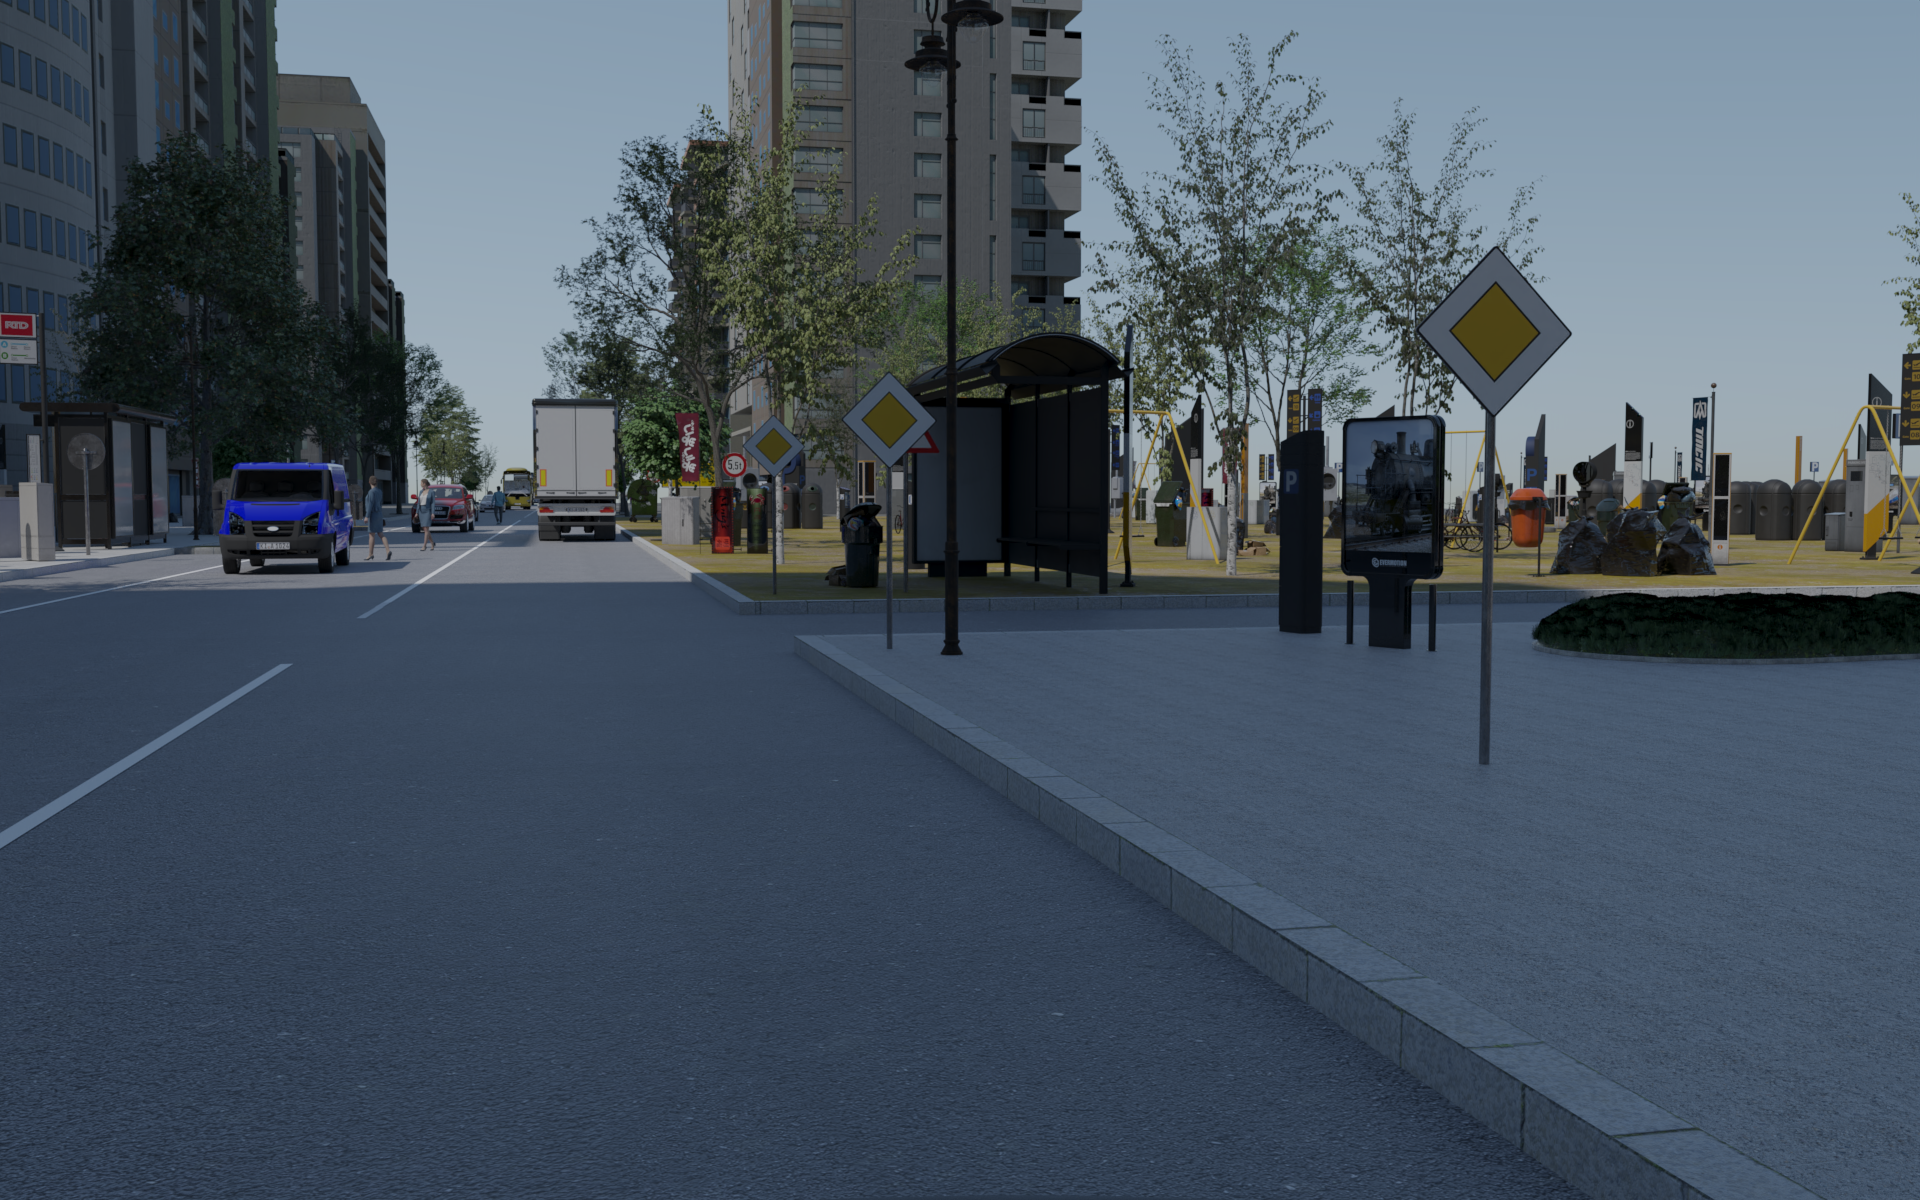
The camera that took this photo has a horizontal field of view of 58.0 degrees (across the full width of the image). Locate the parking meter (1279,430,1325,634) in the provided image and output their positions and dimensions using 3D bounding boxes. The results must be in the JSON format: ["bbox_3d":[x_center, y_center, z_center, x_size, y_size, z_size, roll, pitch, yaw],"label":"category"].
[{"bbox_3d":[3.157,-0.632,16.043,0.255,1.863,0.399,-2,4,-26],"label":"parking meter"}]

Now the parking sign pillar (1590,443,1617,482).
[{"bbox_3d":[34.083,-6.322,91.831,1.447,3.967,1.447,2,4,30],"label":"parking sign pillar"}]

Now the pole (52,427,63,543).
[{"bbox_3d":[-23.722,-3.162,45.537,0.158,3.312,0.155,0,3,0],"label":"pole"}]

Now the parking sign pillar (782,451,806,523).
[{"bbox_3d":[-7.530,-5.470,77.899,1.447,3.967,1.447,3,5,42],"label":"parking sign pillar"}]

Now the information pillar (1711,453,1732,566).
[{"bbox_3d":[13.603,-1.619,30.958,0.304,2.012,0.304,1,4,23],"label":"information pillar"}]

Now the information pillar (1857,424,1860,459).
[{"bbox_3d":[30.108,-4.070,57.896,0.504,3.616,0.183,-3,5,-40],"label":"information pillar"}]

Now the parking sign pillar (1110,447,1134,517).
[{"bbox_3d":[9.302,-6.784,99.383,1.447,3.967,1.447,0,4,3],"label":"parking sign pillar"}]

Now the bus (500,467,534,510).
[{"bbox_3d":[-41.295,-10.388,161.397,2.896,3.916,12.252,-1,4,-15],"label":"bus"}]

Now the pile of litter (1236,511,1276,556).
[{"bbox_3d":[6.049,-1.379,36.512,1.176,0.858,1.719,3,5,44],"label":"pile of litter"}]

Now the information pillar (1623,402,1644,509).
[{"bbox_3d":[17.074,-3.217,43.955,0.183,3.616,0.504,-3,4,-37],"label":"information pillar"}]

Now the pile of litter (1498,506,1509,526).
[{"bbox_3d":[22.157,-3.371,69.080,1.719,0.858,1.176,-1,4,-16],"label":"pile of litter"}]

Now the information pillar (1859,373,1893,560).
[{"bbox_3d":[17.838,-2.589,33.681,0.504,3.616,0.183,-1,4,-9],"label":"information pillar"}]

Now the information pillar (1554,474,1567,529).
[{"bbox_3d":[21.848,-3.578,62.991,0.304,2.012,0.304,-1,4,-10],"label":"information pillar"}]

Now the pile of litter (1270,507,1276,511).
[{"bbox_3d":[10.491,-2.586,56.248,1.176,0.858,1.719,3,5,42],"label":"pile of litter"}]

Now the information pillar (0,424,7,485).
[{"bbox_3d":[-32.234,-4.095,58.311,0.504,3.616,0.183,3,4,38],"label":"information pillar"}]

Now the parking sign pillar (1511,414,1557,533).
[{"bbox_3d":[19.210,-4.244,57.854,1.447,3.967,1.447,2,4,27],"label":"parking sign pillar"}]

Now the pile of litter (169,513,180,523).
[{"bbox_3d":[-35.729,-3.879,77.383,1.719,0.858,1.176,-3,5,-41],"label":"pile of litter"}]

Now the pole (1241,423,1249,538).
[{"bbox_3d":[8.223,-3.436,50.025,0.158,3.312,0.155,0,3,0],"label":"pole"}]

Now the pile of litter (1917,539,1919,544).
[{"bbox_3d":[24.925,-1.829,43.876,1.176,0.858,1.719,2,4,24],"label":"pile of litter"}]

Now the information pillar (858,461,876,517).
[{"bbox_3d":[-2.057,-2.068,38.311,0.304,2.012,0.304,-2,4,-27],"label":"information pillar"}]

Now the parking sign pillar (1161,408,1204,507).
[{"bbox_3d":[6.960,-4.023,54.251,1.447,3.967,1.447,-1,4,-20],"label":"parking sign pillar"}]

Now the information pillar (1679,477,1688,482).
[{"bbox_3d":[31.285,-4.309,74.951,0.304,2.012,0.304,3,4,36],"label":"information pillar"}]

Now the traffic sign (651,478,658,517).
[{"bbox_3d":[-14.547,-5.032,82.386,0.768,2.556,0.104,0,4,-8],"label":"traffic sign"}]

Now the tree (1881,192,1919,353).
[{"bbox_3d":[22.937,-5.425,39.064,4.737,8.622,4.395,0,3,0],"label":"tree"}]

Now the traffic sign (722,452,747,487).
[{"bbox_3d":[-6.904,-3.241,53.102,0.768,2.556,0.104,-1,4,-12],"label":"traffic sign"}]

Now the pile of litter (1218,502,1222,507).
[{"bbox_3d":[14.273,-5.070,96.860,1.719,0.858,1.176,3,5,41],"label":"pile of litter"}]

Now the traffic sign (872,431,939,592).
[{"bbox_3d":[-0.708,-1.380,22.568,0.884,2.594,0.081,-1,4,-11],"label":"traffic sign"}]

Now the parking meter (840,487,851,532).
[{"bbox_3d":[-3.901,-3.082,58.794,0.372,1.533,0.369,0,3,0],"label":"parking meter"}]

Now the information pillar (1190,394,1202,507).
[{"bbox_3d":[5.569,-3.029,40.877,0.183,3.616,0.504,-1,4,-14],"label":"information pillar"}]

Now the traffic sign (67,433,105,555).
[{"bbox_3d":[-18.280,-2.210,36.246,0.768,2.556,0.104,0,4,-6],"label":"traffic sign"}]

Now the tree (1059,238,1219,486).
[{"bbox_3d":[5.586,-6.039,49.100,4.737,8.622,4.395,0,3,0],"label":"tree"}]

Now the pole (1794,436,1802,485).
[{"bbox_3d":[29.369,-4.090,60.711,0.158,3.312,0.155,0,3,0],"label":"pole"}]

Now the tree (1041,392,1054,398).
[{"bbox_3d":[5.449,-7.378,70.994,4.360,8.622,3.978,0,3,0],"label":"tree"}]

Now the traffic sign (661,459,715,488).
[{"bbox_3d":[-10.896,-4.648,69.866,2.265,3.308,0.079,0,4,-5],"label":"traffic sign"}]

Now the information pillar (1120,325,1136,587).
[{"bbox_3d":[2.313,-1.987,23.836,0.183,3.616,0.504,1,4,11],"label":"information pillar"}]

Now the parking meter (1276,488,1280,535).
[{"bbox_3d":[10.001,-2.772,53.734,0.372,1.533,0.369,0,3,0],"label":"parking meter"}]

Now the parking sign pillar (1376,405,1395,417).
[{"bbox_3d":[12.438,-3.910,52.393,1.447,3.967,1.447,0,4,6],"label":"parking sign pillar"}]

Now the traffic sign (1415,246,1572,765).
[{"bbox_3d":[2.490,-0.427,8.161,0.795,2.450,0.064,-1,4,-12],"label":"traffic sign"}]

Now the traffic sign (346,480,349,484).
[{"bbox_3d":[-32.124,-5.487,89.714,0.884,2.594,0.081,0,4,-7],"label":"traffic sign"}]

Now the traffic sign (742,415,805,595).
[{"bbox_3d":[-2.371,-1.127,22.072,0.795,2.450,0.064,-1,4,-13],"label":"traffic sign"}]

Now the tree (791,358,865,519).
[{"bbox_3d":[-6.327,-8.429,88.183,4.360,8.622,3.978,0,3,0],"label":"tree"}]

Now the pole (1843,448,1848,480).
[{"bbox_3d":[39.537,-5.110,77.391,0.158,3.312,0.155,0,3,0],"label":"pole"}]

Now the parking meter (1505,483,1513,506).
[{"bbox_3d":[28.525,-5.154,89.978,0.255,1.863,0.399,3,5,43],"label":"parking meter"}]

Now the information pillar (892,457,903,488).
[{"bbox_3d":[-2.340,-4.555,65.822,0.504,3.616,0.183,-1,4,-10],"label":"information pillar"}]

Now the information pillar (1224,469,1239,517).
[{"bbox_3d":[8.015,-2.855,51.179,0.304,2.012,0.304,-3,5,-42],"label":"information pillar"}]

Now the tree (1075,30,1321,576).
[{"bbox_3d":[4.045,-4.687,26.994,4.360,8.622,3.978,0,3,0],"label":"tree"}]

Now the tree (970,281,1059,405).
[{"bbox_3d":[1.012,-6.648,59.061,4.737,8.622,4.395,0,3,0],"label":"tree"}]

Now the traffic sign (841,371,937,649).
[{"bbox_3d":[-0.586,-0.651,14.288,0.795,2.450,0.064,-1,4,-13],"label":"traffic sign"}]
